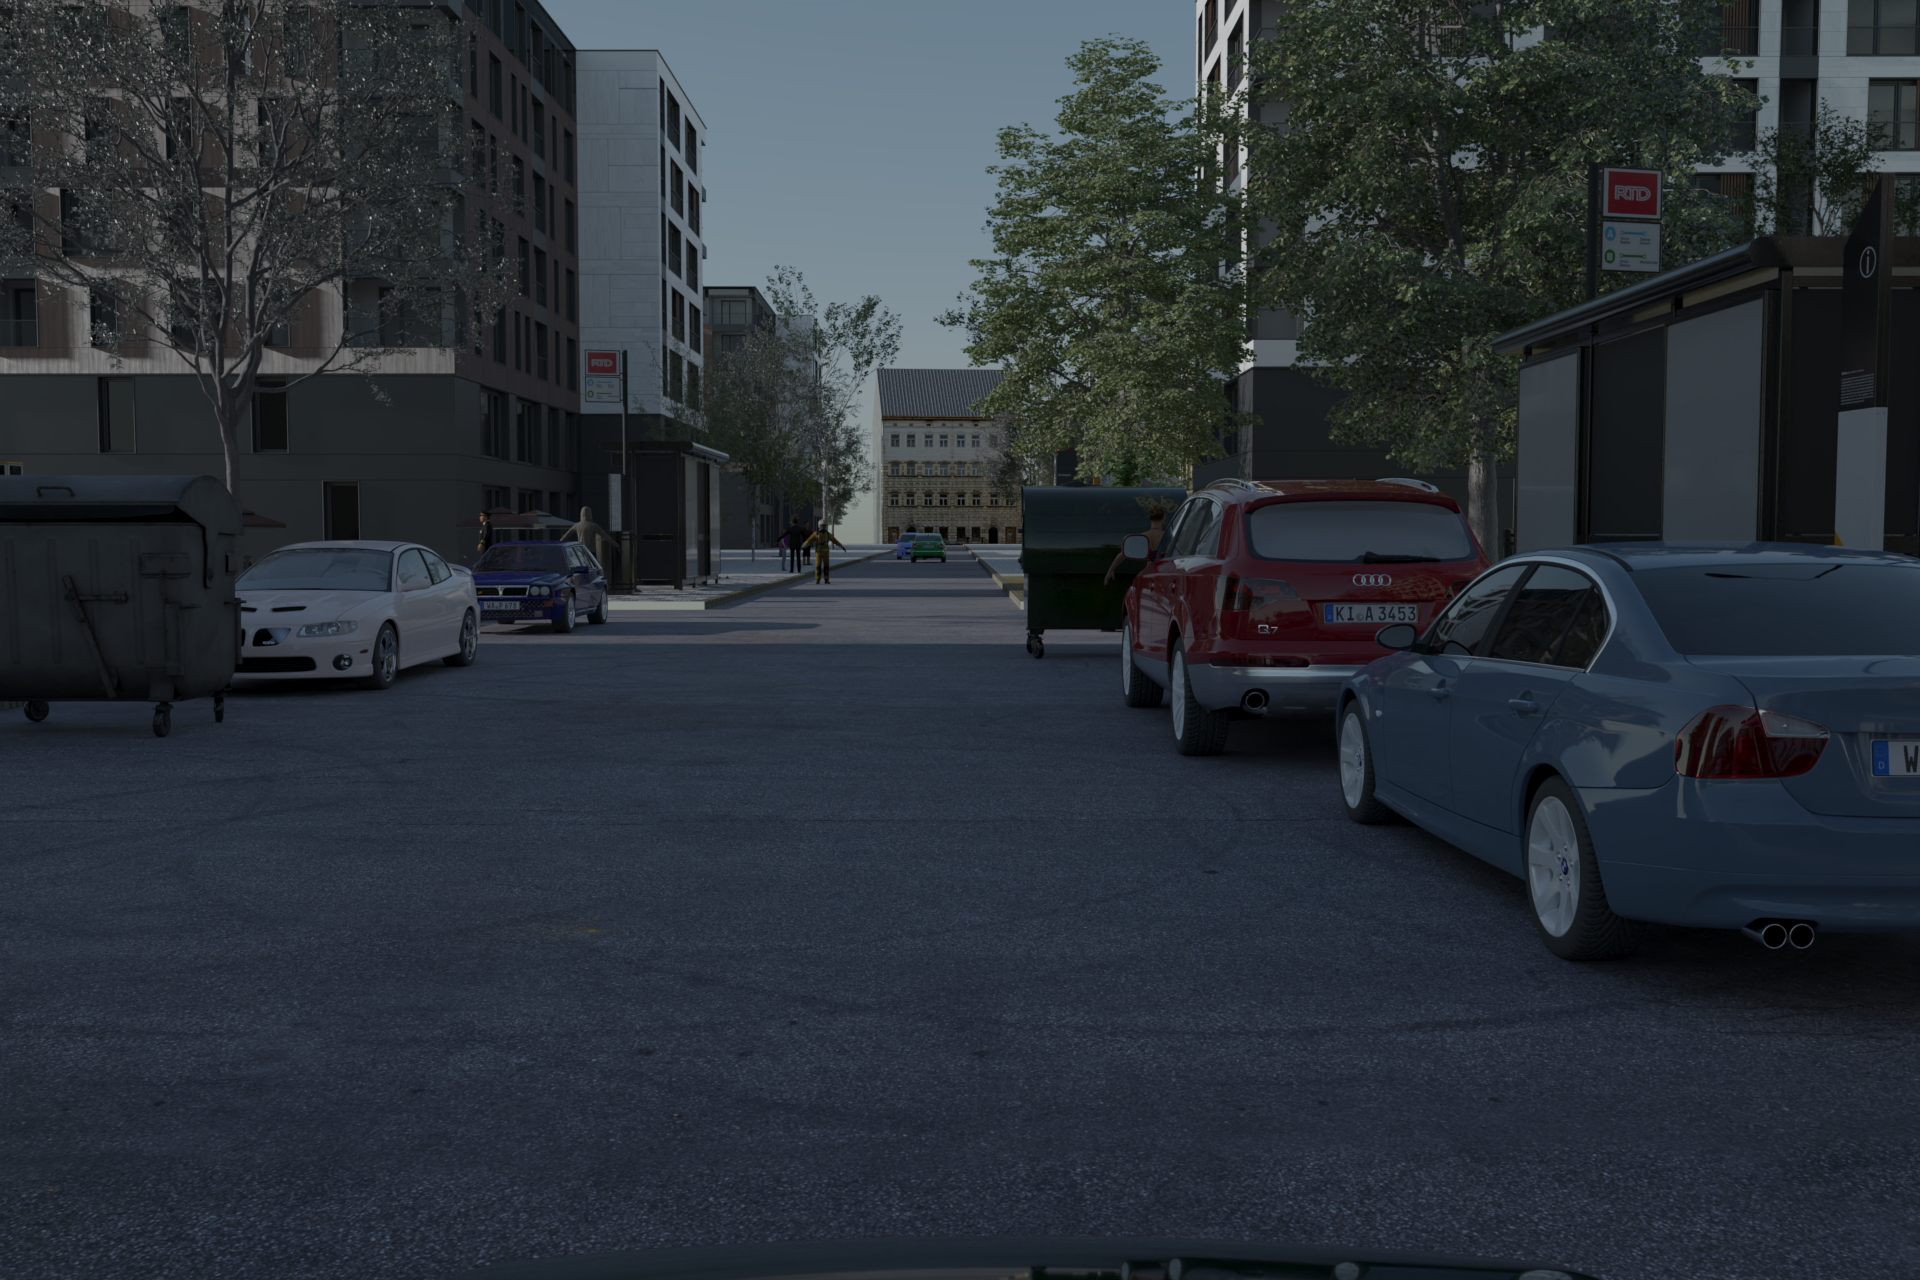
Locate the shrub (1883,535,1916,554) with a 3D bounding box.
[{"bbox_3d":[27.819,-2.901,51.844,1.690,2.028,1.600,0,3,0],"label":"shrub"}]

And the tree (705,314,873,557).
[{"bbox_3d":[-10.009,-11.382,96.458,12.009,13.543,11.850,0,3,0],"label":"tree"}]

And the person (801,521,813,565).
[{"bbox_3d":[-6.292,-3.987,71.322,0.704,1.812,1.346,3,5,43],"label":"person"}]

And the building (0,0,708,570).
[{"bbox_3d":[-26.664,-13.904,71.301,27.936,21.610,32.646,0,3,0],"label":"building"}]

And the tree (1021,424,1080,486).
[{"bbox_3d":[5.697,-9.965,113.295,4.360,8.622,3.978,0,3,0],"label":"tree"}]

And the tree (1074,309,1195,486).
[{"bbox_3d":[5.435,-6.425,55.410,4.737,8.622,4.395,0,3,0],"label":"tree"}]

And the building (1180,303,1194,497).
[{"bbox_3d":[24.618,-17.136,111.100,19.493,23.208,18.063,0,3,0],"label":"building"}]

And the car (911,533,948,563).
[{"bbox_3d":[-1.600,-4.851,88.117,1.959,1.807,4.718,0,4,-1],"label":"car"}]

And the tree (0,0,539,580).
[{"bbox_3d":[-12.338,-7.264,29.143,12.009,13.543,11.850,0,3,0],"label":"tree"}]

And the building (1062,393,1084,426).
[{"bbox_3d":[21.553,-22.853,204.570,19.493,23.208,18.063,0,4,0],"label":"building"}]

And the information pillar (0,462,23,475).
[{"bbox_3d":[-9.782,-0.809,17.720,0.304,2.012,0.304,0,4,-1],"label":"information pillar"}]

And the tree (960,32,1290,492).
[{"bbox_3d":[3.790,-7.480,40.421,7.486,12.596,7.792,0,3,0],"label":"tree"}]

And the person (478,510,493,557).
[{"bbox_3d":[-11.013,-2.093,40.161,0.705,1.837,1.347,-1,4,-12],"label":"person"}]

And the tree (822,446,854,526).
[{"bbox_3d":[-18.392,-19.523,225.862,9.857,13.997,8.962,0,3,0],"label":"tree"}]

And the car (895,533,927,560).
[{"bbox_3d":[-2.705,-5.411,98.059,1.945,1.707,3.694,0,4,-1],"label":"car"}]

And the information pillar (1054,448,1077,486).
[{"bbox_3d":[3.178,-3.843,52.213,0.750,3.857,0.750,0,4,-2],"label":"information pillar"}]

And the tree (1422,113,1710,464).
[{"bbox_3d":[16.002,-7.790,45.492,7.486,12.596,7.792,0,3,0],"label":"tree"}]

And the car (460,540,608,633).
[{"bbox_3d":[-6.493,-0.838,26.274,1.945,1.354,3.894,0,4,-1],"label":"car"}]

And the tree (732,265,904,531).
[{"bbox_3d":[-11.172,-16.416,124.289,12.611,20.169,13.585,0,3,0],"label":"tree"}]

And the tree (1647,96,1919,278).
[{"bbox_3d":[18.781,-6.234,36.344,8.767,10.594,7.601,0,4,4],"label":"tree"}]

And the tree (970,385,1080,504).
[{"bbox_3d":[5.704,-13.781,135.683,12.009,13.543,11.850,0,3,0],"label":"tree"}]

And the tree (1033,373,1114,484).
[{"bbox_3d":[5.518,-7.856,78.806,4.360,8.622,3.978,0,3,0],"label":"tree"}]

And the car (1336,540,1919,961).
[{"bbox_3d":[2.837,0.299,7.121,2.014,1.417,4.499,0,4,-1],"label":"car"}]

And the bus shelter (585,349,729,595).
[{"bbox_3d":[-7.063,-3.842,40.441,2.179,5.291,8.768,0,3,0],"label":"bus shelter"}]

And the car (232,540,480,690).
[{"bbox_3d":[-6.209,-0.309,17.421,2.083,1.381,4.827,0,4,-1],"label":"car"}]

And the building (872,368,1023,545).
[{"bbox_3d":[-1.968,-24.196,228.986,18.063,23.208,19.493,0,4,-6],"label":"building"}]

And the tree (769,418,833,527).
[{"bbox_3d":[-10.100,-9.601,107.338,4.737,8.622,4.395,0,3,0],"label":"tree"}]

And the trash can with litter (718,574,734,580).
[{"bbox_3d":[-7.092,-2.357,49.602,1.678,1.210,2.233,0,4,-1],"label":"trash can with litter"}]

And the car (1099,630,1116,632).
[{"bbox_3d":[2.884,-0.865,26.730,1.945,1.354,3.894,0,4,0],"label":"car"}]

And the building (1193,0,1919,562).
[{"bbox_3d":[22.958,-13.761,68.973,27.936,21.610,32.646,0,4,0],"label":"building"}]

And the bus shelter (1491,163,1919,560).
[{"bbox_3d":[6.628,-2.380,16.541,2.179,5.291,8.768,0,4,0],"label":"bus shelter"}]

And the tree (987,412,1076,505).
[{"bbox_3d":[5.516,-11.457,121.734,7.601,10.594,8.767,-1,4,-18],"label":"tree"}]

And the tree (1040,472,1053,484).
[{"bbox_3d":[14.722,-19.628,227.576,9.857,13.997,8.962,0,3,0],"label":"tree"}]

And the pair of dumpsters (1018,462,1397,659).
[{"bbox_3d":[2.895,-0.942,20.348,4.436,2.255,1.574,0,3,0],"label":"pair of dumpsters"}]

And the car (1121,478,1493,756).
[{"bbox_3d":[2.394,-0.248,12.736,2.281,1.827,5.304,0,4,-1],"label":"car"}]

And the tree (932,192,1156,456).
[{"bbox_3d":[4.174,-14.811,98.051,12.611,20.169,13.585,0,3,0],"label":"tree"}]

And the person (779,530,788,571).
[{"bbox_3d":[-6.091,-3.134,60.508,0.599,1.433,0.991,0,4,-2],"label":"person"}]

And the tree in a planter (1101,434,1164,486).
[{"bbox_3d":[3.013,-2.064,30.973,1.991,3.239,1.994,0,4,-1],"label":"tree in a planter"}]

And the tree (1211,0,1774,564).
[{"bbox_3d":[9.137,-7.521,29.622,9.857,13.997,8.962,0,3,0],"label":"tree"}]

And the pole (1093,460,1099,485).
[{"bbox_3d":[3.683,-3.241,46.839,0.158,3.312,0.155,0,3,0],"label":"pole"}]

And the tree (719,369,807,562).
[{"bbox_3d":[-9.184,-7.843,78.602,4.737,8.622,4.395,0,3,0],"label":"tree"}]

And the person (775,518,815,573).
[{"bbox_3d":[-5.452,-3.124,57.301,1.346,1.802,0.704,-1,4,-14],"label":"person"}]

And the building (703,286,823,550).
[{"bbox_3d":[-27.584,-19.273,159.094,27.936,21.610,32.646,0,4,-1],"label":"building"}]

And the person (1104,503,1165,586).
[{"bbox_3d":[1.987,-0.485,17.196,1.217,1.733,0.721,2,4,28],"label":"person"}]

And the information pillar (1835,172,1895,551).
[{"bbox_3d":[6.008,-1.234,11.532,0.183,3.616,0.504,0,3,0],"label":"information pillar"}]

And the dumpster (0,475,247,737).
[{"bbox_3d":[-6.345,-0.271,12.646,1.865,1.857,1.264,0,4,0],"label":"dumpster"}]

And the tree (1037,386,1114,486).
[{"bbox_3d":[6.111,-8.173,83.996,4.360,8.622,3.978,0,3,0],"label":"tree"}]

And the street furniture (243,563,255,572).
[{"bbox_3d":[-20.150,-2.139,50.592,10.072,0.657,5.734,-1,4,-15],"label":"street furniture"}]

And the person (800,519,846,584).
[{"bbox_3d":[-3.946,-2.540,49.747,1.354,1.858,0.705,-1,4,-14],"label":"person"}]

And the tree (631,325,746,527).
[{"bbox_3d":[-9.407,-6.770,61.057,4.360,8.622,3.978,0,3,0],"label":"tree"}]

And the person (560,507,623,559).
[{"bbox_3d":[-7.227,-1.680,33.595,1.348,1.813,0.705,0,4,3],"label":"person"}]

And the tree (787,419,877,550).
[{"bbox_3d":[-10.377,-12.516,139.044,8.767,10.594,7.601,1,4,12],"label":"tree"}]

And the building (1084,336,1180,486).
[{"bbox_3d":[21.129,-18.168,163.504,16.747,18.905,31.486,0,4,0],"label":"building"}]

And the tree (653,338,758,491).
[{"bbox_3d":[-9.507,-7.017,65.093,4.360,8.622,3.978,0,3,0],"label":"tree"}]
